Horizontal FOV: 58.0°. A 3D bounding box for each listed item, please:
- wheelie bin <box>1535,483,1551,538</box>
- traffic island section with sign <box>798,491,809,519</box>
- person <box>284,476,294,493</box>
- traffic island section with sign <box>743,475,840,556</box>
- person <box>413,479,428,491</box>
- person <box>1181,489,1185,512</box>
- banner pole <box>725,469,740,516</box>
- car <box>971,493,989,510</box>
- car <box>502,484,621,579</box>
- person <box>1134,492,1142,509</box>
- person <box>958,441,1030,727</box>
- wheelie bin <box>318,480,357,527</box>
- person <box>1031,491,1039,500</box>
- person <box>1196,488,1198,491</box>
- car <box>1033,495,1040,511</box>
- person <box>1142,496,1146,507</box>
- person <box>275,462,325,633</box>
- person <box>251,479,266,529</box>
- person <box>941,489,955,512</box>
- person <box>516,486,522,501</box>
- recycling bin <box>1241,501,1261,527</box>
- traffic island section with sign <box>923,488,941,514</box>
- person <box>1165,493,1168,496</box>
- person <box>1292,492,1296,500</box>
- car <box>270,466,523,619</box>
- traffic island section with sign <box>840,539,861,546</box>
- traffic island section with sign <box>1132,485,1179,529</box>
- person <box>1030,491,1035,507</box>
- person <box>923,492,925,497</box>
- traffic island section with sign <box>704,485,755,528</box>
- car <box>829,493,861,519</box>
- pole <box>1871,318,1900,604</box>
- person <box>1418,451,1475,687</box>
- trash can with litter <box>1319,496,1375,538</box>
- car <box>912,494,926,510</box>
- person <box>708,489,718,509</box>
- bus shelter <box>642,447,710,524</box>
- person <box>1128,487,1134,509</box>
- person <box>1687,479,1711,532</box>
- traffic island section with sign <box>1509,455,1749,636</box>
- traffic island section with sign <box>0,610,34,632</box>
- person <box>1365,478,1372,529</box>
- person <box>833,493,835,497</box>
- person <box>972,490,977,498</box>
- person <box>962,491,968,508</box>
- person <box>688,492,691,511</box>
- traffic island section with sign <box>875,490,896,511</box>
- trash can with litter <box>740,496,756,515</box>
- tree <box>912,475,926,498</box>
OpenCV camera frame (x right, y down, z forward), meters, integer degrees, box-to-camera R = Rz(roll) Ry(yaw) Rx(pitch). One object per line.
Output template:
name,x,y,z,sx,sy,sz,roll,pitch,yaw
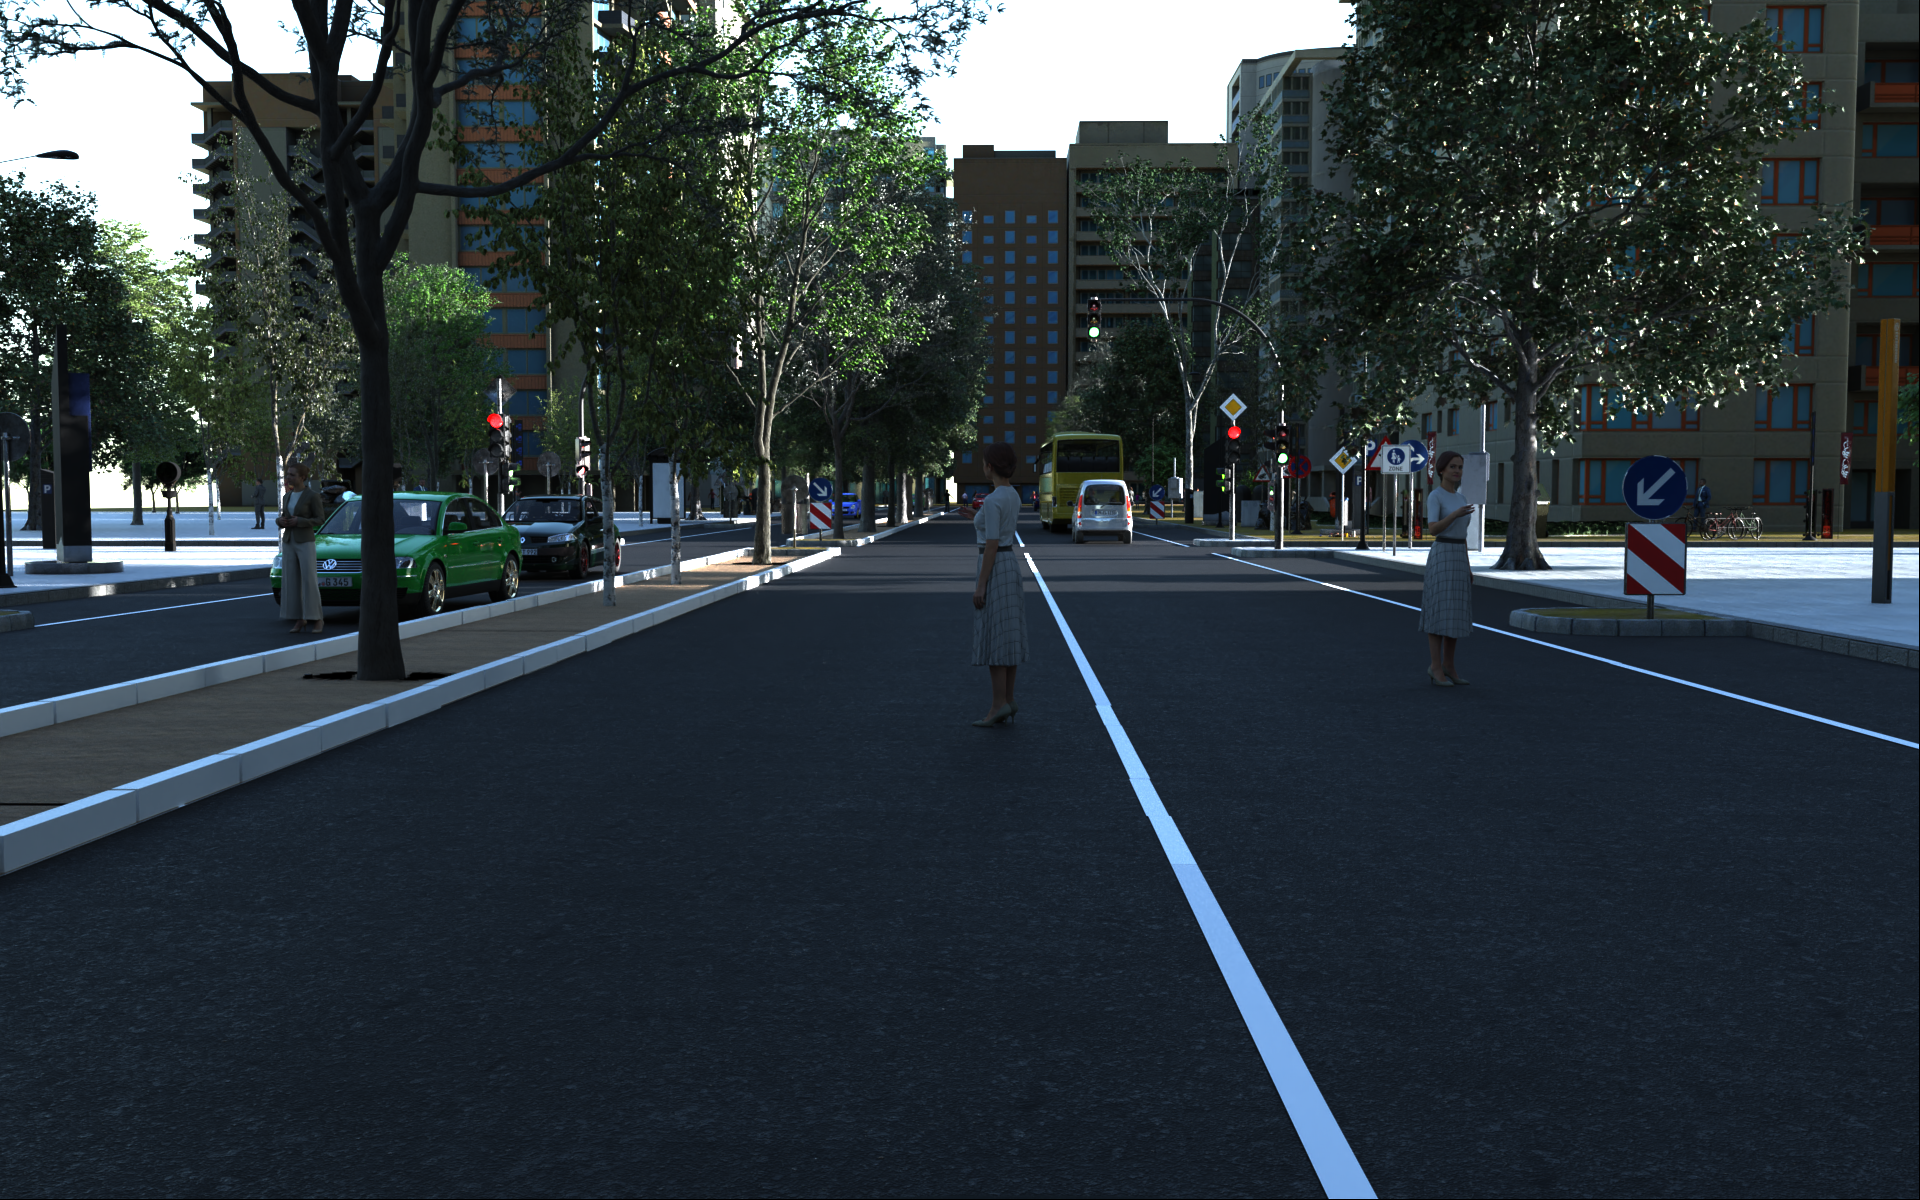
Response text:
wheelie bin,16.739,-2.610,50.586,0.980,1.594,0.693,-2,4,-28
traffic island section with sign,-9.186,-5.713,102.033,1.989,1.847,2.006,0,4,1
person,-19.983,-2.793,51.677,0.580,1.828,0.573,0,4,2
traffic island section with sign,-3.978,-1.999,40.827,2.006,1.907,1.989,0,4,1
person,-18.035,-3.165,57.966,0.419,1.800,0.721,2,4,25
person,16.509,-7.322,126.562,0.445,1.727,0.742,2,4,30
banner pole,-13.478,-6.879,102.482,0.863,3.779,0.401,0,4,-7
car,1.960,-8.311,144.917,2.155,1.783,4.494,0,4,2
car,-7.170,-1.267,30.508,2.009,1.686,4.222,0,4,1
person,15.308,-8.595,149.798,0.991,1.433,0.599,3,4,36
person,0.165,-0.104,10.769,0.524,1.755,0.480,1,4,22
wheelie bin,-13.914,-1.884,38.718,0.980,1.594,0.693,0,4,-3
person,7.711,-10.110,174.526,1.217,1.743,0.721,0,4,-1
person,17.610,-7.457,128.886,0.530,1.710,0.541,1,4,18
car,7.068,-8.122,145.366,1.945,1.354,3.894,0,4,2
person,18.939,-10.408,176.933,0.721,1.735,1.217,3,5,42
person,-6.846,-0.541,17.894,0.519,1.759,0.362,1,4,18
person,-25.785,-3.531,63.573,0.447,1.846,0.655,1,4,13
person,-0.963,-7.756,135.320,1.348,1.822,0.705,3,4,36
person,-28.966,-6.547,113.445,0.532,1.782,0.716,-2,4,-35
recycling bin,11.319,-3.353,67.378,0.722,1.027,0.722,1,4,12
traffic island section with sign,-2.251,-7.047,123.355,2.006,1.907,1.989,0,4,1
person,20.027,-10.088,171.080,1.348,1.812,0.705,1,4,15
person,24.115,-7.346,126.150,1.348,1.824,0.705,1,4,9
car,-6.775,-0.758,21.196,1.959,1.807,4.718,0,4,3
traffic island section with sign,-3.814,-2.452,48.232,2.006,1.907,1.989,0,4,1
traffic island section with sign,8.118,-3.933,72.927,1.989,1.847,2.006,0,4,1
person,8.443,-11.479,196.896,1.217,1.743,0.721,3,5,44
person,-4.102,-11.515,196.776,1.348,1.824,0.705,-2,4,-31
traffic island section with sign,-9.773,-3.980,73.703,1.989,1.847,2.006,0,4,1
car,-6.744,-5.670,102.288,1.945,1.707,3.694,0,4,2
pole,10.838,-1.616,20.272,0.158,3.312,0.155,0,3,0
person,3.708,-0.236,12.931,0.480,1.755,0.524,-3,5,-40
trash can with litter,11.652,-2.502,51.960,1.678,1.210,2.233,1,4,17
car,-4.026,-9.011,156.128,1.959,1.807,4.718,0,4,2
person,-20.628,-8.439,144.742,1.217,1.743,0.721,3,4,38
bus shelter,-12.538,-5.082,77.007,2.014,3.302,5.546,0,4,1
person,12.064,-7.173,123.596,0.520,1.790,0.573,-2,4,-33
person,24.826,-3.170,58.054,0.419,1.800,0.721,-2,4,-31
traffic island section with sign,6.992,-0.600,18.433,1.989,1.847,2.006,0,4,1
traffic island section with sign,-10.939,-0.580,18.107,1.989,1.847,2.006,0,4,1
person,13.663,-3.203,58.418,0.555,1.821,0.388,-2,4,-32
person,-14.254,-11.478,196.939,0.421,1.427,0.697,2,4,30
person,1.613,-10.279,176.706,0.705,1.807,1.348,3,5,40
person,0.519,-9.369,162.615,0.436,1.711,0.756,-2,4,-35
person,-20.126,-7.576,130.460,0.990,1.755,0.434,3,4,37
traffic island section with sign,-7.593,-10.391,178.517,1.989,1.847,2.006,0,4,1
trash can with litter,-12.830,-5.730,105.065,0.624,1.170,1.055,2,4,27
tree,-2.504,-9.863,114.080,4.360,8.622,3.978,0,3,0
